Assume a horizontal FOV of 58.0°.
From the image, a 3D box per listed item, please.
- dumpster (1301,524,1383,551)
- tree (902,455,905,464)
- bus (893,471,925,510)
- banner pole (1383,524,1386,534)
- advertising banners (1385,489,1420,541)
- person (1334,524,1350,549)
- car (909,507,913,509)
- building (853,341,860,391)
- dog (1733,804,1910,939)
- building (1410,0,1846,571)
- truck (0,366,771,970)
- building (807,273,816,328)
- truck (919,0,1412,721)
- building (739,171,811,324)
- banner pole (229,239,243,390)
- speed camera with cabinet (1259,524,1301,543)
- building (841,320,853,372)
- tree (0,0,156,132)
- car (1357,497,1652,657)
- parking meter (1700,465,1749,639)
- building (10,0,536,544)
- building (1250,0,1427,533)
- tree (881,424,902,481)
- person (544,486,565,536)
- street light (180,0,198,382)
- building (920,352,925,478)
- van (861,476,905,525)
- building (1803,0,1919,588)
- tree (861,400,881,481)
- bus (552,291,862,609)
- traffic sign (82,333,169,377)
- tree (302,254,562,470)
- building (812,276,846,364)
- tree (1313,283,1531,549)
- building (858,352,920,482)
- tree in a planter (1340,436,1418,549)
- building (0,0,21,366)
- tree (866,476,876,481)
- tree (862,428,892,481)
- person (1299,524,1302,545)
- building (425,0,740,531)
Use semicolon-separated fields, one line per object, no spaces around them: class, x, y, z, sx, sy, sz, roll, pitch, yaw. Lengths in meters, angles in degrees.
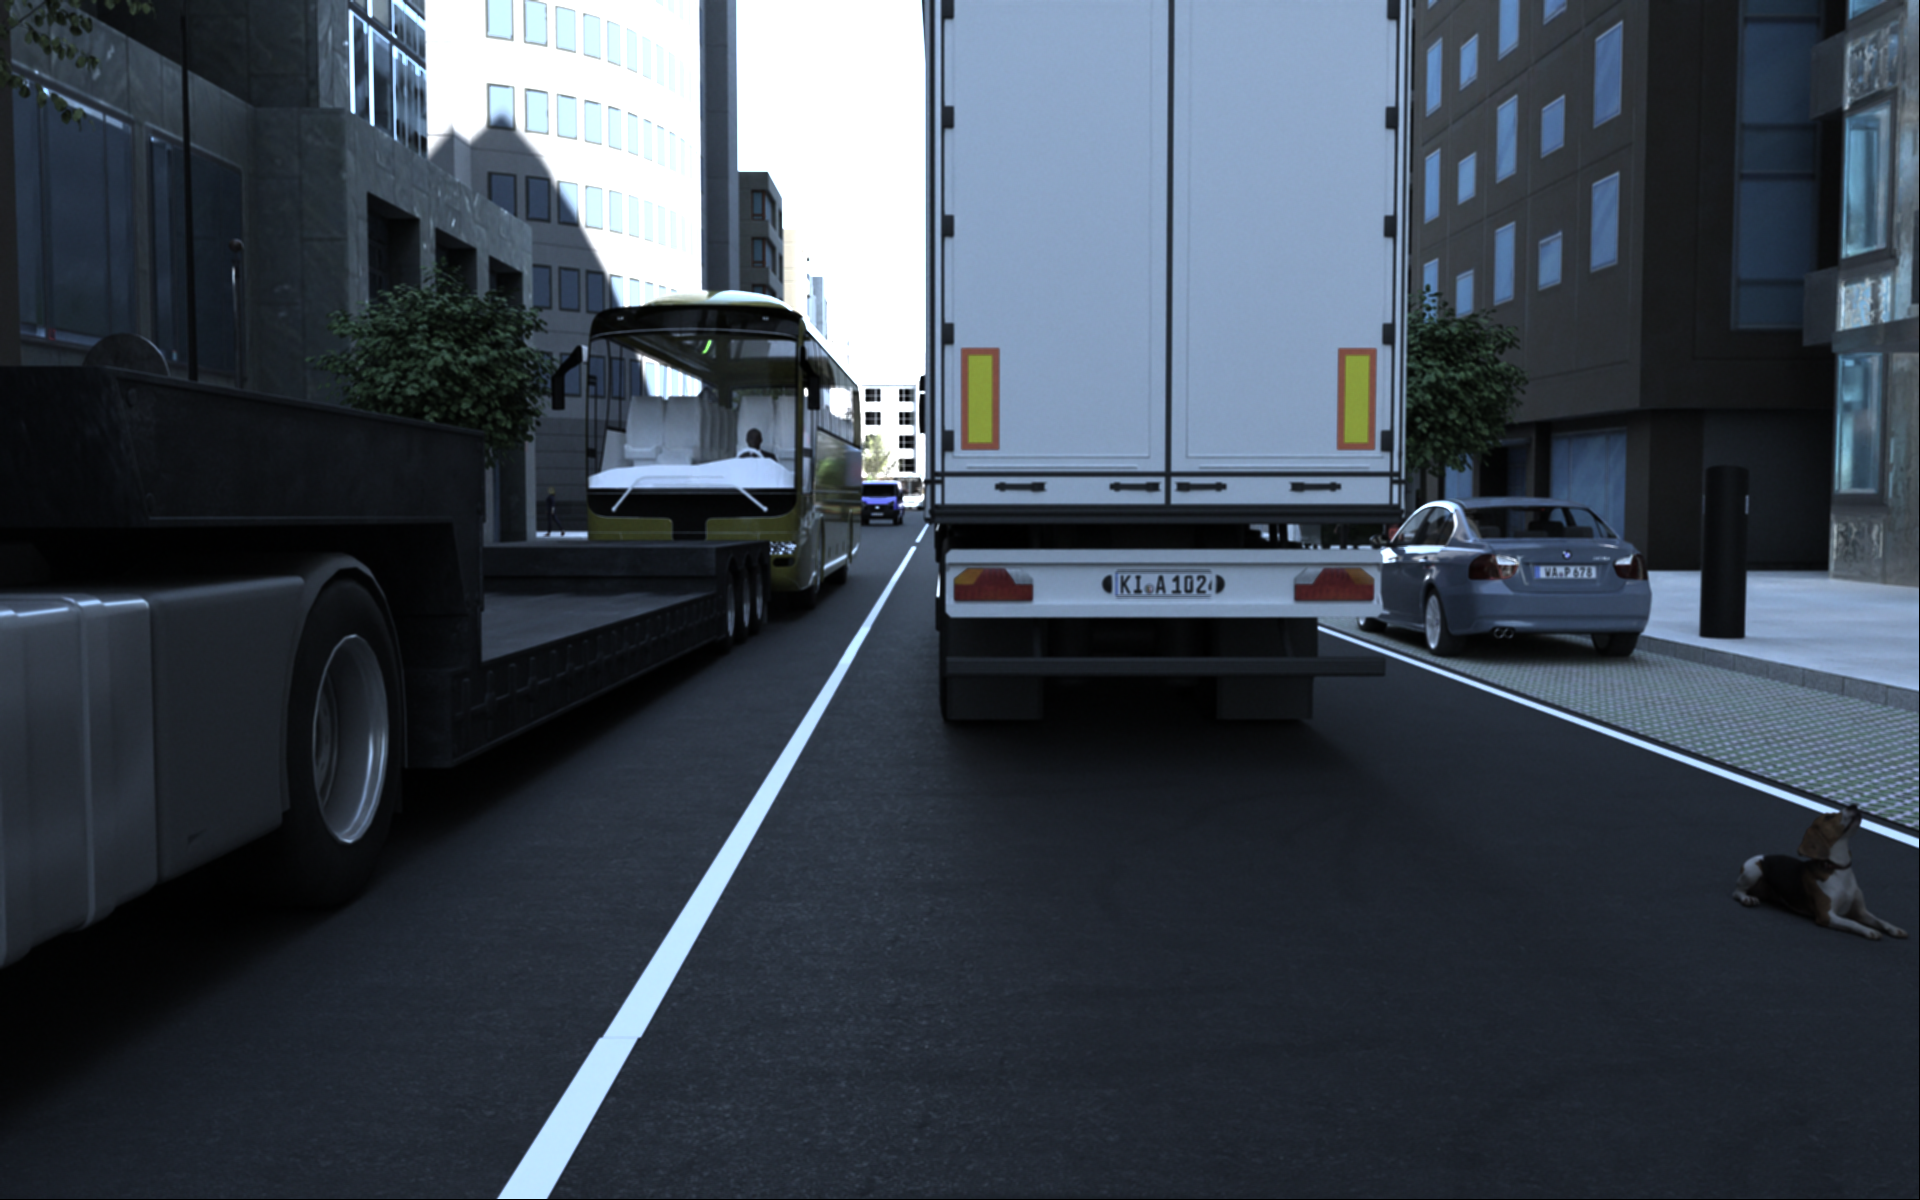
dumpster;7.164;-1.841;32.590;1.502;2.255;1.985;0;4;-1
tree;-8.379;-15.130;197.737;4.360;8.622;3.978;0;3;0
bus;-4.527;-9.871;156.243;2.948;3.499;13.247;0;4;0
banner pole;12.905;-3.867;53.250;0.863;3.779;0.401;-2;4;-28
advertising banners;11.605;-3.048;46.026;2.074;3.025;0.090;1;4;10
person;6.626;-1.228;30.037;0.340;1.345;0.435;-1;4;-23
car;-5.623;-9.849;169.703;2.281;1.827;5.304;0;4;1
building;-17.124;-20.654;194.110;11.380;20.091;16.016;0;4;0
dog;2.958;0.871;5.954;0.550;0.427;0.748;2;4;29
building;17.983;-23.499;34.327;14.600;45.320;14.200;0;4;0
truck;-3.284;-1.177;9.009;2.967;4.110;18.799;0;4;0
building;-19.140;-17.016;134.629;16.016;20.091;11.380;0;4;0
truck;1.001;-1.549;14.240;2.839;4.237;11.283;0;4;0
building;-24.171;-16.034;107.191;27.650;21.520;28.899;0;4;0
banner pole;-7.033;-1.644;16.897;0.401;3.779;0.863;-1;4;-19
speed camera with cabinet;8.667;-3.140;45.676;2.038;3.252;0.660;-1;4;-12
building;-19.619;-19.633;177.412;16.016;20.091;11.380;0;4;0
tree;-7.346;-3.675;10.441;4.737;8.622;4.395;0;3;0
car;5.022;-0.273;16.473;2.014;1.417;4.499;0;4;0
parking meter;6.836;-0.433;15.490;0.372;1.533;0.369;0;3;0
building;-25.744;-43.774;28.371;31.000;86.520;22.319;0;4;0
building;20.284;-38.304;64.523;20.611;71.187;20.563;0;4;0
tree;-8.946;-14.112;181.095;4.360;8.622;3.978;0;3;0
person;-12.368;-2.702;52.756;0.613;1.512;0.480;-1;4;-21
street light;-6.271;-2.618;15.339;1.470;5.913;1.316;0;4;0
building;10.979;-21.878;224.170;31.486;18.905;16.747;0;4;0
van;-3.689;-4.679;80.893;2.240;2.365;5.245;0;4;1
building;22.730;-23.997;11.965;23.786;49.044;30.456;0;4;0
tree;-8.217;-10.762;126.318;4.360;8.622;3.978;0;3;0
bus;-2.983;-2.031;24.759;2.896;3.916;12.252;0;4;0
traffic sign;-6.618;-0.833;13.724;0.768;2.556;0.104;1;4;8
tree;-7.185;-2.452;23.811;4.285;4.588;4.351;0;3;0
building;-19.543;-17.713;156.057;16.747;18.905;31.486;0;4;0
tree;7.157;-2.652;27.071;4.285;4.588;4.351;0;3;0
building;-20.876;-21.872;224.065;31.486;18.905;16.747;0;4;0
tree in a planter;5.147;-1.596;23.315;1.991;3.239;1.994;0;4;0
building;-17.587;-22.101;11.468;14.600;45.320;14.200;0;4;0
tree;-8.665;-10.479;165.935;1.663;3.219;1.824;0;3;0
tree;-9.334;-14.469;186.937;4.737;8.622;4.395;0;3;0
person;8.595;-2.253;43.437;0.434;1.755;0.990;2;4;28
building;-21.161;-32.269;69.598;21.231;58.520;28.212;0;4;0
